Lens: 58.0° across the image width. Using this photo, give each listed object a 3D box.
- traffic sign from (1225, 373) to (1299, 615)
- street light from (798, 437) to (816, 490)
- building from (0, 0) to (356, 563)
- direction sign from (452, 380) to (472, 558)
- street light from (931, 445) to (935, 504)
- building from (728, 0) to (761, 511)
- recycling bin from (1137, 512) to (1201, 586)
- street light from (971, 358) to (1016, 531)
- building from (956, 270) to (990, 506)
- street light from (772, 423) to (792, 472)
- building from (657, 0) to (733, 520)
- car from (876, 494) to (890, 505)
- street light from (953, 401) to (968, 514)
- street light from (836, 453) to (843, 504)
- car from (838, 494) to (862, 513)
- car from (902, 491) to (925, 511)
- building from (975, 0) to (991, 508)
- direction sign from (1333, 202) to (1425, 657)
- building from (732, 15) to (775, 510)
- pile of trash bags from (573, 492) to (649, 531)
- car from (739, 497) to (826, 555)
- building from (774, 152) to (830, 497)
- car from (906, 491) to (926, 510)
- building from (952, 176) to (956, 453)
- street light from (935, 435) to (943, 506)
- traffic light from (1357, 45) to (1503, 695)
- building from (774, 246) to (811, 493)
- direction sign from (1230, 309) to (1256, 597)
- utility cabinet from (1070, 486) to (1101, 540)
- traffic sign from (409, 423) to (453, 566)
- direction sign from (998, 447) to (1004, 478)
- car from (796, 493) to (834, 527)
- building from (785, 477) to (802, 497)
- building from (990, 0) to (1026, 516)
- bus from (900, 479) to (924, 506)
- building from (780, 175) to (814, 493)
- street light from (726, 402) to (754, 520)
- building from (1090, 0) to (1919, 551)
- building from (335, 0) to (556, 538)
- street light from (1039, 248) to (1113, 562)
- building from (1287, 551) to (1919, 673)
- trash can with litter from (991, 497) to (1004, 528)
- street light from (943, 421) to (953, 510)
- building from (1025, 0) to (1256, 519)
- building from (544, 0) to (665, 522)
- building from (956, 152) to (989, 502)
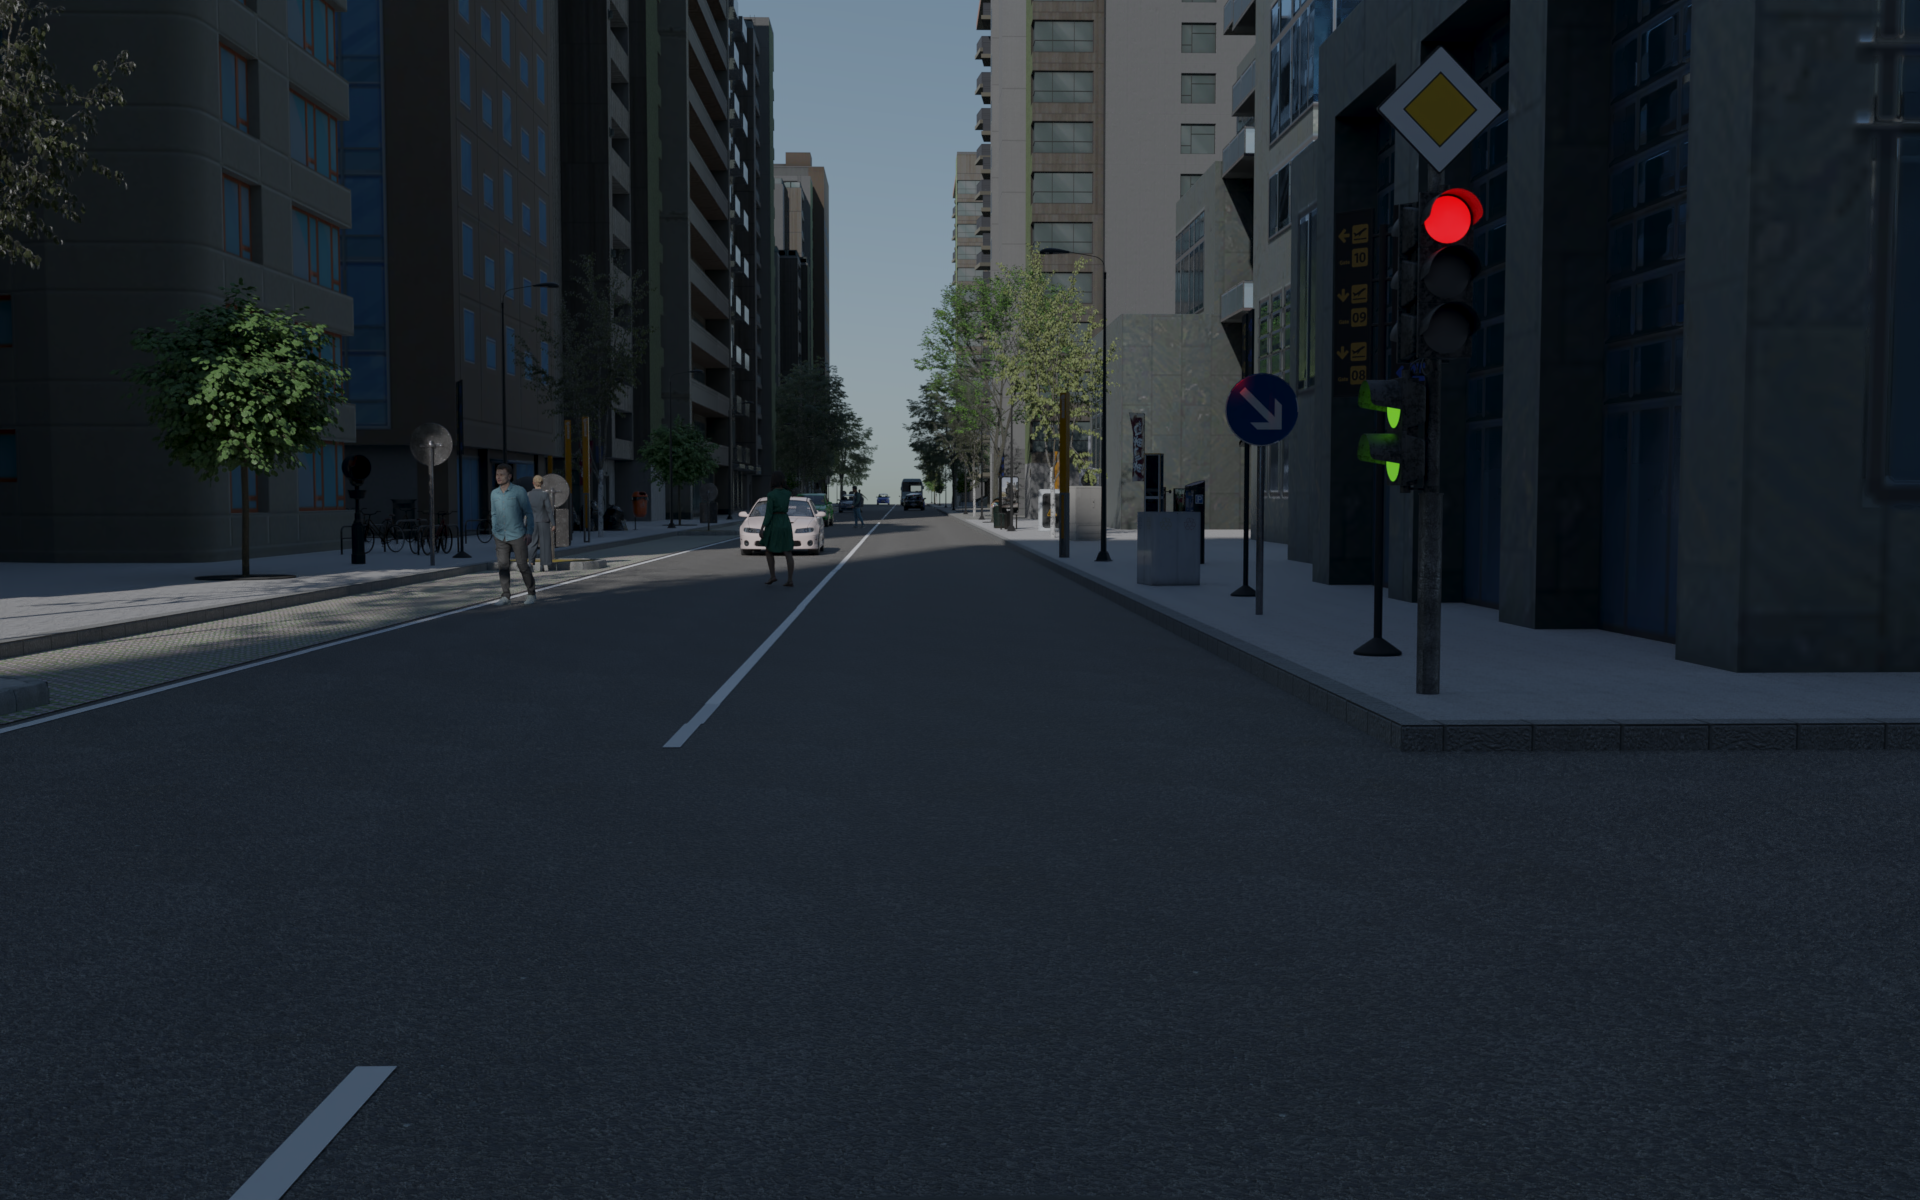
[{"bbox_3d":[3.182,-1.115,18.339,0.768,2.556,0.104,0,4,4],"label":"traffic sign"},{"bbox_3d":[-12.530,-10.234,139.863,1.470,5.913,1.316,0,4,-2],"label":"street light"},{"bbox_3d":[-27.660,-11.047,25.653,27.650,21.520,28.899,0,4,-2],"label":"building"},{"bbox_3d":[-10.013,-2.614,34.728,0.379,3.537,0.876,-1,4,-23],"label":"direction sign"},{"bbox_3d":[-1.867,-11.628,162.654,1.470,5.913,1.316,0,4,-2],"label":"street light"},{"bbox_3d":[-26.752,-30.690,121.386,23.786,49.044,30.456,0,4,-2],"label":"building"},{"bbox_3d":[2.954,-0.734,24.550,0.722,1.027,0.722,-1,4,-13],"label":"recycling bin"},{"bbox_3d":[1.232,-5.314,59.421,1.470,5.913,1.316,0,4,-2],"label":"street light"},{"bbox_3d":[15.744,-30.499,190.546,32.217,40.220,23.993,0,4,-2],"label":"building"},{"bbox_3d":[-11.716,-8.627,113.587,1.470,5.913,1.316,0,4,-2],"label":"street light"},{"bbox_3d":[-24.467,-28.855,95.481,21.300,48.544,21.600,0,4,-2],"label":"building"},{"bbox_3d":[-10.260,-13.578,231.592,1.945,1.707,3.694,0,4,-1],"label":"car"},{"bbox_3d":[0.547,-6.933,85.893,1.470,5.913,1.316,0,4,-2],"label":"street light"},{"bbox_3d":[-14.413,-13.733,197.073,1.470,5.913,1.316,0,4,-2],"label":"street light"},{"bbox_3d":[-8.466,-7.456,133.904,2.014,1.417,4.499,0,4,-2],"label":"car"},{"bbox_3d":[-4.021,-8.552,149.606,2.009,1.686,4.222,0,4,-2],"label":"car"},{"bbox_3d":[12.521,-30.006,145.229,22.147,44.769,28.867,0,4,-2],"label":"building"},{"bbox_3d":[3.337,-1.329,13.734,0.379,3.537,0.876,-3,5,-45],"label":"direction sign"},{"bbox_3d":[-22.906,-28.158,143.985,14.154,41.232,14.086,0,4,-2],"label":"building"},{"bbox_3d":[-12.396,-3.124,60.826,1.912,1.369,3.447,3,5,42],"label":"pile of trash bags"},{"bbox_3d":[-4.272,-1.814,42.018,2.083,1.381,4.827,0,4,-2],"label":"car"},{"bbox_3d":[-24.594,-35.506,230.639,14.600,45.320,14.200,0,4,-2],"label":"building"},{"bbox_3d":[-3.963,-8.843,154.171,1.945,1.707,3.694,0,4,-2],"label":"car"},{"bbox_3d":[10.089,-35.268,231.257,22.147,44.769,28.867,0,4,-2],"label":"building"},{"bbox_3d":[-1.036,-9.974,135.617,1.470,5.913,1.316,0,4,-2],"label":"street light"},{"bbox_3d":[2.991,-1.352,11.028,0.839,4.253,0.868,0,4,-2],"label":"traffic light"},{"bbox_3d":[-24.904,-26.348,202.489,14.160,30.474,14.107,0,4,-2],"label":"building"},{"bbox_3d":[3.589,-1.815,21.666,0.379,3.537,0.876,0,4,1],"label":"direction sign"},{"bbox_3d":[3.499,-2.383,47.637,1.173,1.500,0.318,-3,5,-43],"label":"utility cabinet"},{"bbox_3d":[-9.460,-1.889,30.989,0.768,2.556,0.104,0,4,-2],"label":"traffic sign"},{"bbox_3d":[1.956,-5.617,83.829,0.379,3.537,0.876,-1,4,-21],"label":"direction sign"},{"bbox_3d":[-6.609,-4.168,76.939,1.959,1.807,4.718,0,4,0],"label":"car"},{"bbox_3d":[-33.149,-30.032,182.910,32.217,40.220,23.993,0,4,-2],"label":"building"},{"bbox_3d":[12.528,-35.070,115.388,21.231,58.520,28.212,0,4,-2],"label":"building"},{"bbox_3d":[-5.828,-13.218,210.971,2.948,3.499,13.247,0,4,-1],"label":"bus"},{"bbox_3d":[-25.703,-32.576,216.212,14.154,41.232,14.086,0,4,-2],"label":"building"},{"bbox_3d":[-11.057,-7.004,87.058,1.470,5.913,1.316,0,4,-2],"label":"street light"},{"bbox_3d":[17.083,-45.402,54.987,22.319,86.520,31.000,0,4,-2],"label":"building"},{"bbox_3d":[-21.620,-24.795,55.509,14.600,45.320,14.200,0,4,-2],"label":"building"},{"bbox_3d":[2.196,-3.688,32.841,1.470,5.913,1.316,0,4,-2],"label":"street light"},{"bbox_3d":[20.715,-43.347,21.397,31.000,86.520,22.319,0,4,-2],"label":"building"},{"bbox_3d":[1.413,-3.280,65.018,0.624,1.170,1.055,0,4,-6],"label":"trash can with litter"},{"bbox_3d":[-0.183,-8.375,109.471,1.470,5.913,1.316,0,4,-2],"label":"street light"},{"bbox_3d":[10.461,-19.777,95.049,14.160,30.474,14.107,0,4,-2],"label":"building"},{"bbox_3d":[-21.442,-18.739,78.091,14.160,30.474,14.107,0,4,-2],"label":"building"},{"bbox_3d":[6.450,-32.180,209.735,14.154,41.232,14.086,0,4,-2],"label":"building"}]
